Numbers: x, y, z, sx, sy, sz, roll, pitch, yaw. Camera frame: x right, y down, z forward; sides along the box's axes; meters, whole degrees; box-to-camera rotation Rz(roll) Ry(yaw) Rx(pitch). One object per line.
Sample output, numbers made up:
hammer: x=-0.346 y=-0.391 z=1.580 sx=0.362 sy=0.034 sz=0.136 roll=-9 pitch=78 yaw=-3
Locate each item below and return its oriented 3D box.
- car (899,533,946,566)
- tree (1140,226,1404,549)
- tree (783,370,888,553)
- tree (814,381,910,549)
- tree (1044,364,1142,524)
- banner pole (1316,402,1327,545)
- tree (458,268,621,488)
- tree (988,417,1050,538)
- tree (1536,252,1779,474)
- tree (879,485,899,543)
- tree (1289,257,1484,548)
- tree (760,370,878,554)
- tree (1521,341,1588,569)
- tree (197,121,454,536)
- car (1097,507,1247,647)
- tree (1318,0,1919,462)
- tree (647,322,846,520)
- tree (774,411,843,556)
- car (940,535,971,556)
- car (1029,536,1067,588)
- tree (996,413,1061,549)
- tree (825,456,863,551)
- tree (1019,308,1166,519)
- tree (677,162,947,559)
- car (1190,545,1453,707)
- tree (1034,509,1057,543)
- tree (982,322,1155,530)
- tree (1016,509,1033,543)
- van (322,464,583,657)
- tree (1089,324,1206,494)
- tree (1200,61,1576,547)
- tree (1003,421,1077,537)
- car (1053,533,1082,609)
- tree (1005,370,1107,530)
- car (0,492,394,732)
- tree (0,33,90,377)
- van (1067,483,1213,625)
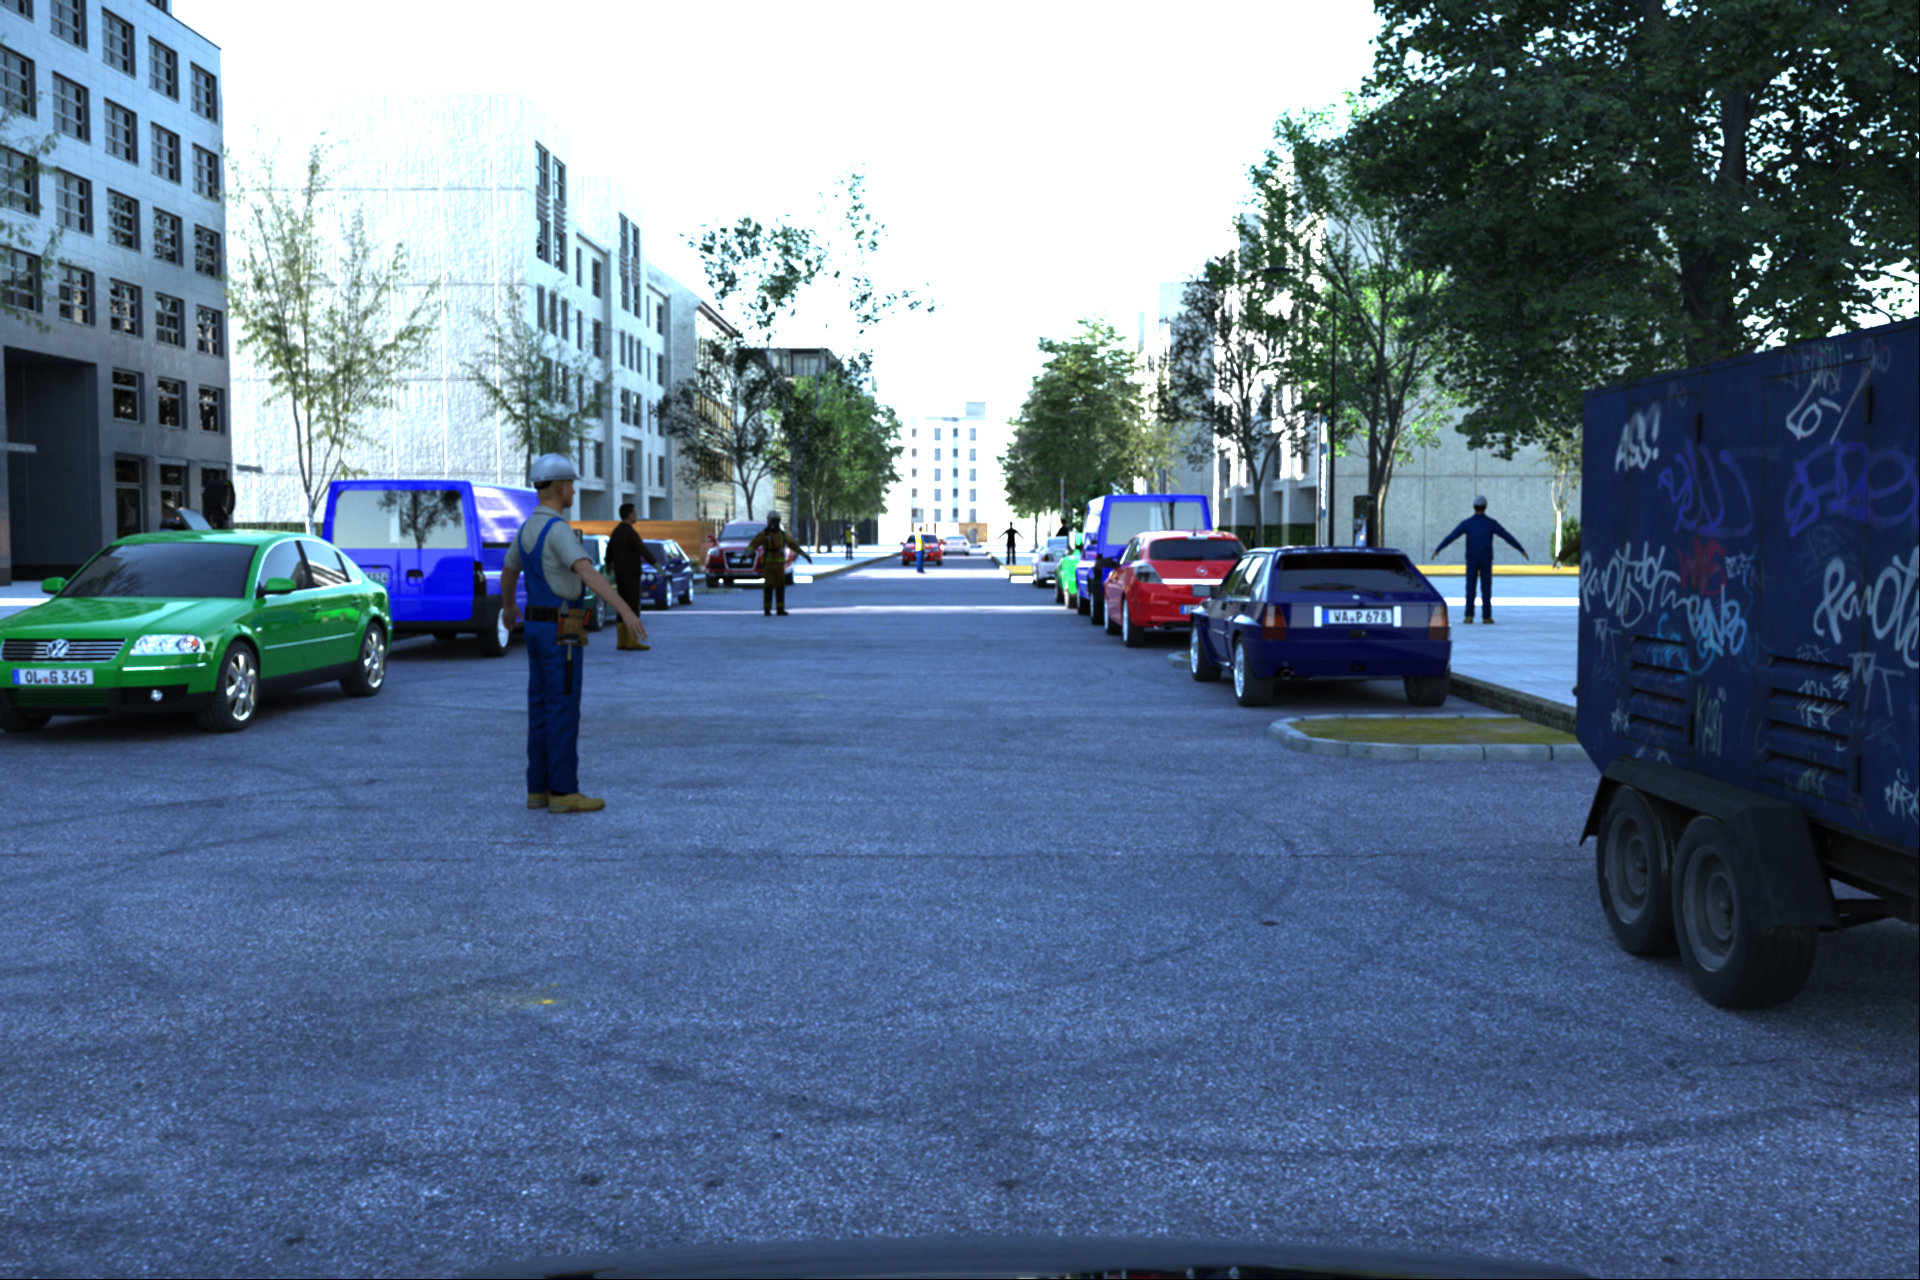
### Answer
car: x=-1.719 y=-4.327 z=79.787 sx=2.155 sy=1.783 sz=4.494 roll=0 pitch=4 yaw=1
tree: x=9.100 y=-7.177 z=51.754 sx=8.767 sy=10.594 sz=7.601 roll=1 pitch=4 yaw=21
tree: x=-8.710 y=-12.359 z=120.200 sx=7.486 sy=12.596 sz=7.792 roll=0 pitch=3 yaw=0
tree: x=-8.959 y=-14.579 z=145.023 sx=9.857 sy=13.997 sz=8.962 roll=0 pitch=3 yaw=0
tree: x=6.272 y=-7.608 z=74.751 sx=4.360 sy=8.622 sz=3.978 roll=0 pitch=3 yaw=0
banner pole: x=6.821 y=-2.610 z=32.689 sx=0.401 sy=3.779 sz=0.863 roll=0 pitch=4 yaw=0
tree: x=-12.334 y=-6.025 z=48.871 sx=4.360 sy=8.622 sz=3.978 roll=0 pitch=3 yaw=0
tree: x=6.536 y=-12.156 z=133.156 sx=7.601 sy=10.594 sz=8.767 roll=3 pitch=4 yaw=37
tree: x=22.317 y=-7.321 z=54.109 sx=8.767 sy=10.594 sz=7.601 roll=0 pitch=4 yaw=3
tree: x=-10.203 y=-17.921 z=243.367 sx=4.360 sy=8.622 sz=3.978 roll=0 pitch=3 yaw=0
tree: x=15.479 y=-8.384 z=62.840 sx=9.928 sy=11.665 sz=9.643 roll=0 pitch=3 yaw=0
tree: x=-9.065 y=-11.258 z=109.818 sx=9.928 sy=11.665 sz=9.643 roll=0 pitch=3 yaw=0
tree: x=21.635 y=-6.891 z=63.027 sx=4.360 sy=8.622 sz=3.978 roll=0 pitch=3 yaw=0
tree: x=-12.136 y=-4.979 z=31.771 sx=4.360 sy=8.622 sz=3.978 roll=0 pitch=3 yaw=0
car: x=2.966 y=-0.879 z=23.405 sx=2.155 sy=1.783 sz=4.494 roll=0 pitch=4 yaw=0
tree: x=9.051 y=-6.982 z=20.812 sx=9.857 sy=13.997 sz=8.962 roll=0 pitch=3 yaw=0
tree: x=-9.170 y=-8.664 z=76.074 sx=8.767 sy=10.594 sz=7.601 roll=-2 pitch=4 yaw=-24
tree: x=-8.734 y=-9.157 z=100.084 sx=4.360 sy=8.622 sz=3.978 roll=0 pitch=3 yaw=0
car: x=-0.307 y=-6.271 z=114.884 sx=2.083 sy=1.381 sz=4.827 roll=0 pitch=4 yaw=1
car: x=2.966 y=-2.155 z=47.594 sx=2.083 sy=1.381 sz=4.827 roll=0 pitch=3 yaw=0
tree: x=6.702 y=-13.956 z=146.314 sx=7.486 sy=12.596 sz=7.792 roll=0 pitch=3 yaw=0
tree: x=-8.806 y=-10.935 z=129.155 sx=4.737 sy=8.622 sz=4.395 roll=0 pitch=3 yaw=0
tree: x=6.575 y=-10.326 z=86.962 sx=7.486 sy=12.596 sz=7.792 roll=0 pitch=3 yaw=0
tree: x=-7.531 y=-14.213 z=88.267 sx=12.611 sy=20.169 sz=13.585 roll=0 pitch=3 yaw=0
car: x=3.151 y=-0.192 z=15.728 sx=1.945 sy=1.354 sz=3.894 roll=0 pitch=4 yaw=-1
tree: x=11.207 y=-19.362 z=242.317 sx=9.928 sy=11.665 sz=9.643 roll=0 pitch=3 yaw=0
tree: x=6.462 y=-11.691 z=101.511 sx=12.009 sy=13.543 sz=11.850 roll=0 pitch=3 yaw=0
tree: x=10.158 y=-18.290 z=249.397 sx=4.360 sy=8.622 sz=3.978 roll=0 pitch=3 yaw=0
van: x=-6.230 y=-1.066 z=21.815 sx=2.240 sy=2.365 sz=5.245 roll=0 pitch=4 yaw=1
tree: x=7.219 y=-6.705 z=59.985 sx=4.360 sy=8.622 sz=3.978 roll=0 pitch=3 yaw=0
tree: x=9.311 y=-6.870 z=38.079 sx=9.928 sy=11.665 sz=9.643 roll=0 pitch=3 yaw=0
tree: x=6.687 y=-11.510 z=122.603 sx=7.601 sy=10.594 sz=8.767 roll=-1 pitch=4 yaw=-17
car: x=2.891 y=-1.580 z=34.625 sx=1.959 sy=1.807 sz=4.718 roll=0 pitch=4 yaw=-1
tree: x=6.634 y=-11.931 z=113.198 sx=7.486 sy=12.596 sz=7.792 roll=0 pitch=3 yaw=0
car: x=-6.061 y=-0.314 z=13.930 sx=1.959 sy=1.807 sz=4.718 roll=0 pitch=4 yaw=1
tree: x=-12.717 y=-4.249 z=19.833 sx=4.360 sy=8.622 sz=3.978 roll=0 pitch=3 yaw=0
van: x=3.011 y=-1.506 z=29.015 sx=2.240 sy=2.365 sz=5.245 roll=0 pitch=4 yaw=0
